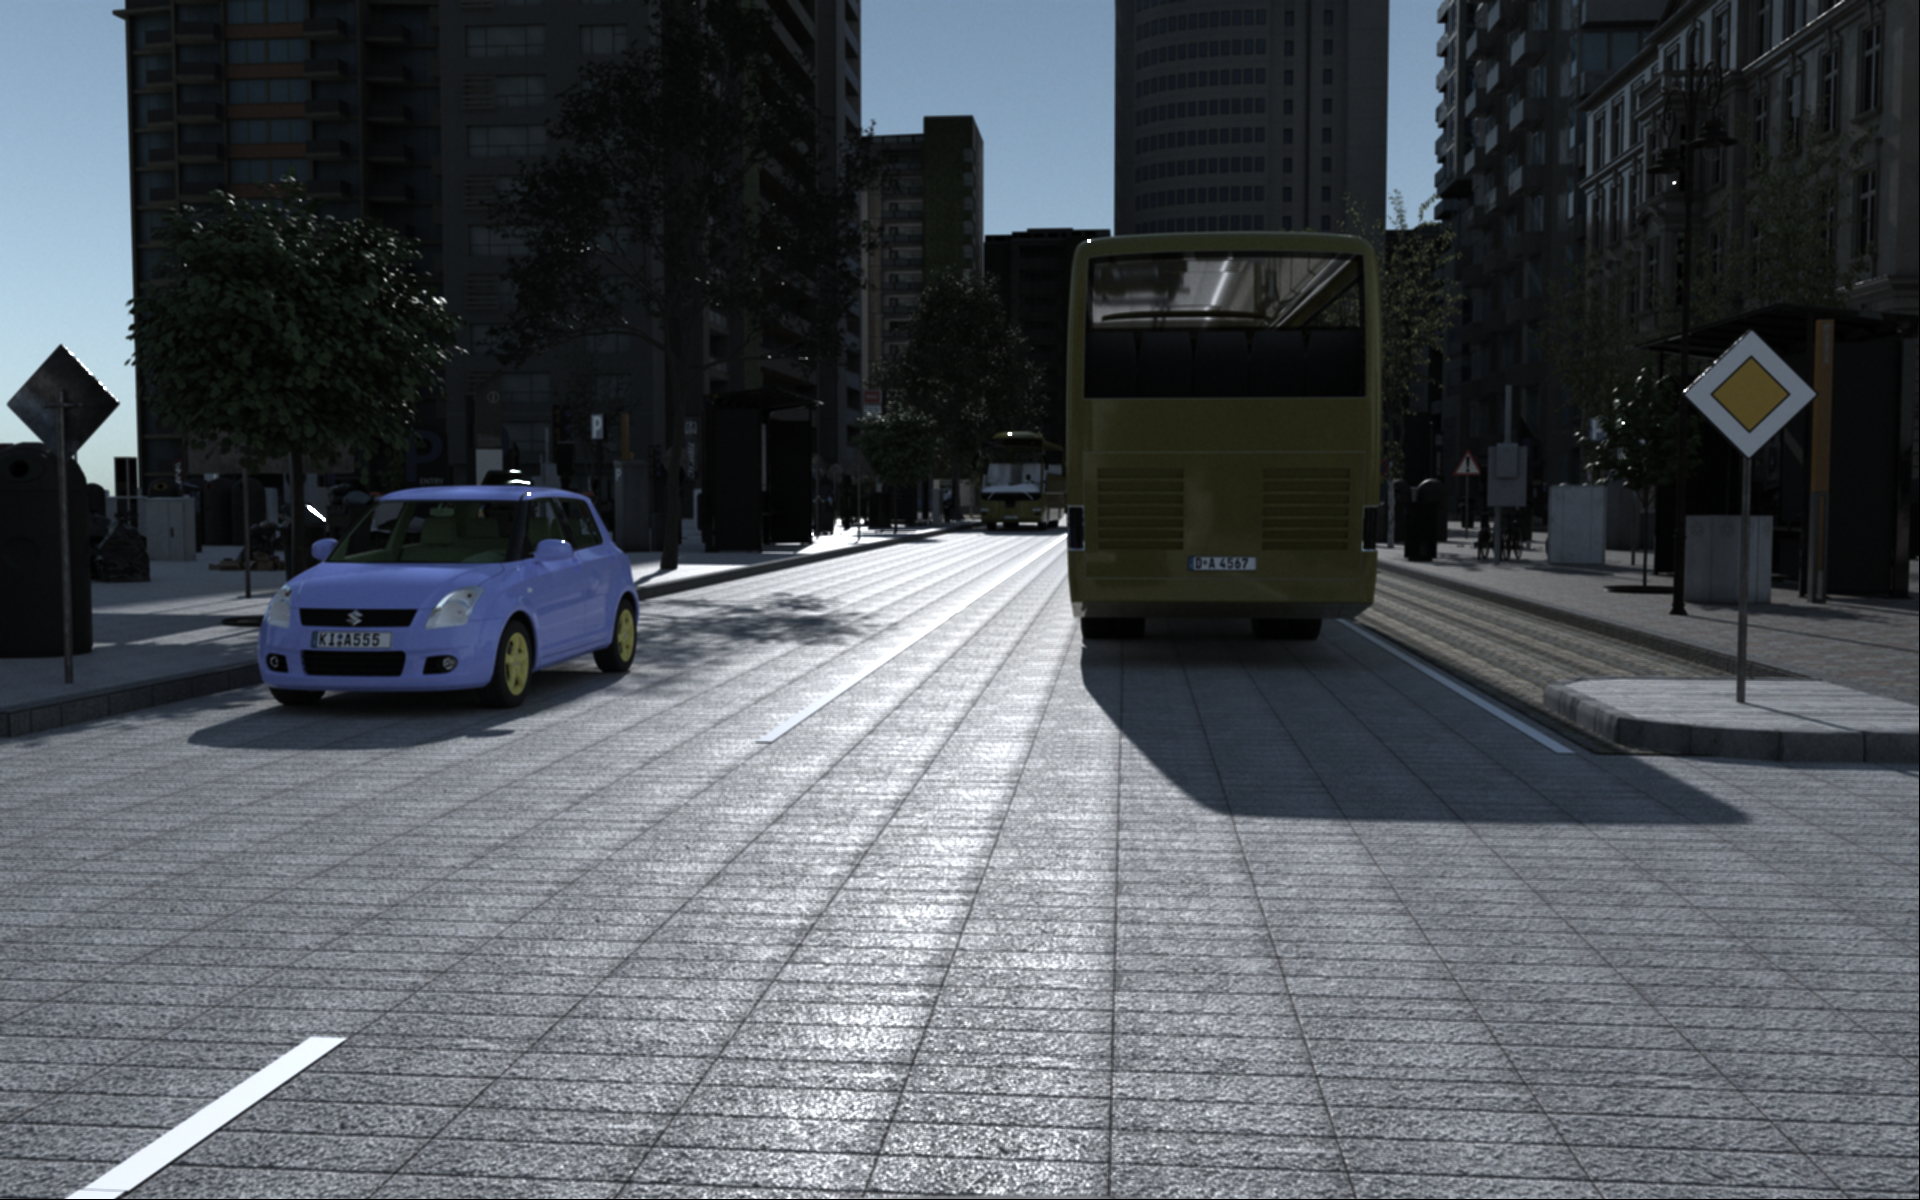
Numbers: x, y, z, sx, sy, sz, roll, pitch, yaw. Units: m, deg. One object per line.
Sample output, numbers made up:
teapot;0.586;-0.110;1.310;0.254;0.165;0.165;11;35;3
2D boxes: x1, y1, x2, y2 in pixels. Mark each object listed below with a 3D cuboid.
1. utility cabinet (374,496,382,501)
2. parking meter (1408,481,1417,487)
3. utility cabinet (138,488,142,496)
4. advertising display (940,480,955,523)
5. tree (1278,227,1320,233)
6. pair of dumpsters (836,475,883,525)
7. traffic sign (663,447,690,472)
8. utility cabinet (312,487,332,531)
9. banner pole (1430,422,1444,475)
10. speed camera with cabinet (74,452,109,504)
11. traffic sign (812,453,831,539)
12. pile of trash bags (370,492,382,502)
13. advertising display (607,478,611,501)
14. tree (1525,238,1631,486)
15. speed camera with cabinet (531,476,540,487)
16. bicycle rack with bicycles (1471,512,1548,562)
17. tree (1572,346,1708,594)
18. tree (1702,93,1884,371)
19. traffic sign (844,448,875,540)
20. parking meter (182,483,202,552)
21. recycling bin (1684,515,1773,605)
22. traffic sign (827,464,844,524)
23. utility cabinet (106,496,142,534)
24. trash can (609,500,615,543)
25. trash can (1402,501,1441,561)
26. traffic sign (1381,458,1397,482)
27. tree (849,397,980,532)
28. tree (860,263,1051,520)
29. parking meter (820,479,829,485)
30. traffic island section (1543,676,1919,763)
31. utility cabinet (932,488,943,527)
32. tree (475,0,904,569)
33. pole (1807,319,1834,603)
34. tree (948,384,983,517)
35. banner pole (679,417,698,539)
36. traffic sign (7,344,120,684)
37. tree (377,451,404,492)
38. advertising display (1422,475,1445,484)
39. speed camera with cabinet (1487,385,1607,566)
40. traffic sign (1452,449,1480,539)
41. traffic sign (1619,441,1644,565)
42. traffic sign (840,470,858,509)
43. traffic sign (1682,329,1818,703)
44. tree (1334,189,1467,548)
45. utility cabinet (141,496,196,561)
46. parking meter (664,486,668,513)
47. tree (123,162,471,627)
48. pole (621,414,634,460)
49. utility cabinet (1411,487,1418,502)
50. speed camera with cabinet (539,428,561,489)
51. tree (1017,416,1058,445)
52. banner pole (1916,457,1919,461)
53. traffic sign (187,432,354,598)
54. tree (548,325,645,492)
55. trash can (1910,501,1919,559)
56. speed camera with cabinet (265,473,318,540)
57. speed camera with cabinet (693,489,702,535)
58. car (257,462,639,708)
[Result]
utility cabinet;-21.597;-3.326;65.542;1.020;1.237;0.306;-2;4;-31
parking meter;20.007;-4.343;76.716;0.399;1.863;0.255;1;4;23
utility cabinet;-27.192;-2.955;56.994;0.318;1.500;1.173;-3;4;-38
advertising display;-0.579;-4.438;77.775;0.123;1.923;0.974;-3;4;-37
tree;14.112;-9.520;73.783;7.486;12.596;7.792;0;3;0
pair of dumpsters;-4.187;-4.313;73.008;1.574;2.255;4.437;0;4;5
traffic sign;-7.569;-2.817;46.159;0.768;2.556;0.104;1;4;13
utility cabinet;-20.264;-2.861;55.456;0.318;1.500;1.173;2;4;34
banner pole;16.639;-4.318;60.617;0.863;3.779;0.401;-3;4;-36
speed camera with cabinet;-35.323;-4.623;69.930;0.660;3.252;2.038;1;4;15
traffic sign;-4.045;-2.932;49.119;0.795;2.450;0.064;1;4;14
pile of trash bags;-23.201;-3.875;73.115;3.447;1.369;1.912;-2;4;-24
advertising display;-14.154;-3.955;69.877;0.123;1.923;0.974;-1;4;-11
tree;18.747;-6.141;50.762;4.737;8.622;4.395;0;3;0
speed camera with cabinet;-21.460;-5.692;87.405;0.660;3.252;2.038;-2;4;-27
bicycle rack with bicycles;11.048;-1.234;33.560;2.852;0.926;2.925;3;4;37
tree;8.890;-1.721;22.741;1.663;3.219;1.824;0;3;0
tree;15.257;-5.035;32.687;4.737;8.622;4.395;0;3;0
traffic sign;-2.834;-2.971;48.575;0.884;2.594;0.081;1;4;12
parking meter;-16.899;-1.816;38.099;0.372;1.533;0.369;0;3;0
recycling bin;9.061;-0.482;20.428;0.722;1.027;0.722;-3;4;-36
traffic sign;-5.323;-4.518;73.972;0.768;2.556;0.104;0;4;7
utility cabinet;-22.825;-2.222;47.490;1.020;1.237;0.306;-1;4;-18
trash can;-8.013;-1.823;41.458;0.748;1.137;0.748;0;3;0
trash can;8.835;-1.318;33.202;0.748;1.137;0.748;0;3;0
traffic sign;14.909;-3.690;60.437;0.768;2.556;0.104;1;4;11
tree;-2.114;-4.583;58.647;4.285;4.588;4.351;0;3;0
tree;-0.143;-10.348;86.193;9.611;12.733;9.660;0;3;0
parking meter;-5.254;-3.748;66.994;0.399;1.863;0.255;0;4;-4
traffic island section;4.832;0.709;10.687;2.009;0.180;2.903;0;4;5
utility cabinet;-0.867;-3.624;67.930;0.318;1.500;1.173;0;4;6
tree;-4.654;-5.798;29.218;7.601;10.594;8.767;1;4;14
pole;10.106;-1.620;20.335;0.158;3.312;0.155;0;3;0
tree;0.874;-9.057;98.442;4.360;8.622;3.978;0;3;0
banner pole;-7.828;-3.644;49.599;0.863;3.779;0.401;2;4;25
traffic sign;-6.034;-0.491;11.673;0.795;2.450;0.064;0;4;5
tree;-25.045;-5.021;76.692;1.663;3.219;1.824;0;3;0
advertising display;15.960;-3.257;58.465;0.123;1.923;0.974;-2;4;-27
speed camera with cabinet;10.670;-2.272;31.479;2.038;3.252;0.660;1;4;19
traffic sign;14.603;-3.050;49.869;0.884;2.594;0.081;0;4;7
traffic sign;12.204;-1.786;31.339;0.606;2.300;0.079;1;4;12
traffic sign;-4.478;-4.222;70.209;0.795;2.450;0.064;1;4;9
traffic sign;4.808;-0.426;10.612;0.795;2.450;0.064;0;4;5
tree;10.080;-5.554;41.169;4.360;8.622;3.978;0;3;0
utility cabinet;-15.152;-1.350;33.238;1.020;1.237;0.306;2;4;24
parking meter;-9.286;-2.883;55.555;0.372;1.533;0.369;0;3;0
tree;-6.625;-2.050;17.239;4.285;4.588;4.351;0;3;0
pole;-8.502;-3.073;44.079;0.158;3.312;0.155;0;3;0
utility cabinet;14.288;-2.811;54.634;1.173;1.500;0.318;-2;4;-26
speed camera with cabinet;-11.937;-3.472;51.101;0.660;3.252;2.038;-1;4;-16
tree;6.683;-12.456;154.025;4.360;8.622;3.978;0;3;0
banner pole;9.132;-1.575;15.776;0.863;3.779;0.401;0;4;-3
traffic sign;-8.462;-1.671;21.194;2.265;3.308;0.079;1;4;12
tree;-15.936;-7.618;74.913;4.360;8.622;3.978;0;3;0
trash can;18.724;-1.387;34.332;0.748;1.137;0.748;0;3;0
speed camera with cabinet;-17.739;-3.087;44.808;2.038;3.252;0.660;0;4;3
speed camera with cabinet;-7.358;-3.687;54.620;2.038;3.252;0.660;0;4;3
car;-3.657;-0.195;12.782;1.945;1.707;3.694;0;4;7
